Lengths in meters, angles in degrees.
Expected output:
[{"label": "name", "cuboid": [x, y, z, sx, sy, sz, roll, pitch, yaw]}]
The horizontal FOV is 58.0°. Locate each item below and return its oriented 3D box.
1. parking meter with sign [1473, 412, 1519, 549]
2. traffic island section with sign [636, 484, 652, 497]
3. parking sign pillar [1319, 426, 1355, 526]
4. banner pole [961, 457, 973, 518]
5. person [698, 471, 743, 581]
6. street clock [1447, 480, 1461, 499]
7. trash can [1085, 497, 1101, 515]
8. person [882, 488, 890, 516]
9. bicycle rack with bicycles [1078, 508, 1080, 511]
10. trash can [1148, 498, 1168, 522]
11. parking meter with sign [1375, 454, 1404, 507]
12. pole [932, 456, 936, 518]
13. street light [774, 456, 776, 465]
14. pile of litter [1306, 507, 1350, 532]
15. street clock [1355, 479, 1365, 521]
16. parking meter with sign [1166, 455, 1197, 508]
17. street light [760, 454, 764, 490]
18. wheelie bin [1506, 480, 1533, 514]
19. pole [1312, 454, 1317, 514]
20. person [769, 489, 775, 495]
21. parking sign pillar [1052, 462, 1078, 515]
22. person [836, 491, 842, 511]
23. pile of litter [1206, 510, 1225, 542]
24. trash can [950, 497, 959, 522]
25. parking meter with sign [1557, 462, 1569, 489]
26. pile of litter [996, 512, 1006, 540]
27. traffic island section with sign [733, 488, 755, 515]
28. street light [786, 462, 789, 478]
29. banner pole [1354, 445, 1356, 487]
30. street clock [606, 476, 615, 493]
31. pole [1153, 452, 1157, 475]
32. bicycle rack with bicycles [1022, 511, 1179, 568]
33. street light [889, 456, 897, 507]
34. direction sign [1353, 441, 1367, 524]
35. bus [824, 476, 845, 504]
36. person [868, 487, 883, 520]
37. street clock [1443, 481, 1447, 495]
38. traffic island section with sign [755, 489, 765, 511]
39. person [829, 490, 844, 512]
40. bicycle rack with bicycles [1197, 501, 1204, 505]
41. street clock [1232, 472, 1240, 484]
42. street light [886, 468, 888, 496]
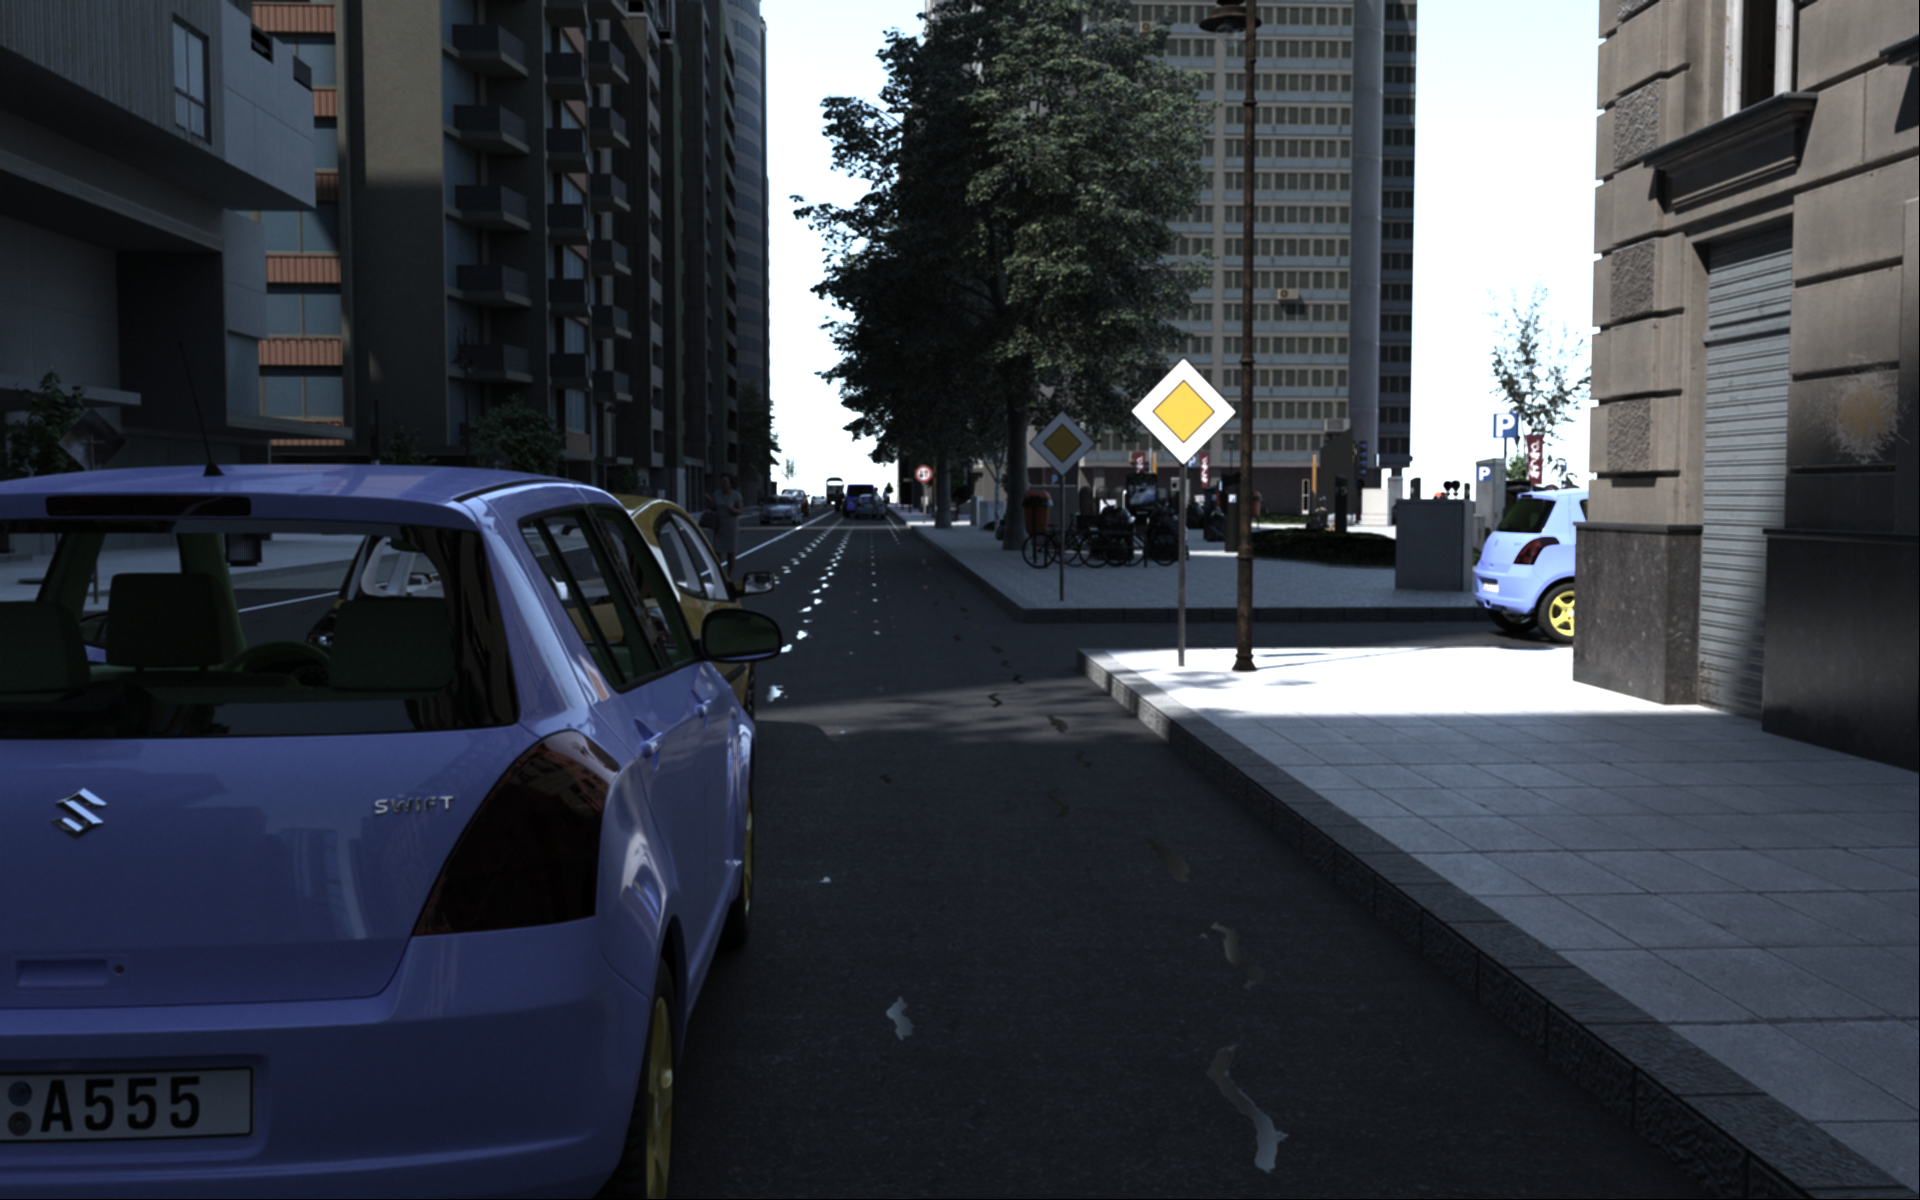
[{"label": "parking meter with sign", "cuboid": [11.167, -2.464, 36.543, 0.543, 3.016, 1.738, 3, 5, 39]}, {"label": "traffic island section with sign", "cuboid": [-12.743, -3.745, 69.851, 1.989, 1.847, 2.006, 0, 4, -3]}, {"label": "parking sign pillar", "cuboid": [15.056, -4.938, 69.207, 1.447, 3.967, 1.447, 2, 4, 26]}, {"label": "banner pole", "cuboid": [0.421, -6.306, 93.127, 0.863, 3.779, 0.401, 1, 4, 15]}, {"label": "person", "cuboid": [-3.744, -1.103, 26.899, 0.716, 1.782, 0.532, 1, 4, 13]}, {"label": "street clock", "cuboid": [25.868, -5.249, 90.384, 0.358, 2.002, 0.471, -2, 4, -25]}, {"label": "trash can", "cuboid": [6.173, -4.194, 80.219, 0.748, 1.137, 0.748, 0, 3, 0]}, {"label": "person", "cuboid": [-4.816, -6.475, 114.230, 0.599, 1.838, 0.709, 1, 4, 22]}, {"label": "bicycle rack with bicycles", "cuboid": [5.946, -4.338, 84.311, 2.852, 0.926, 2.925, 2, 4, 25]}, {"label": "trash can", "cuboid": [6.950, -3.024, 61.093, 0.748, 1.137, 0.748, 0, 3, 0]}, {"label": "parking meter with sign", "cuboid": [18.858, -4.814, 74.973, 1.738, 3.016, 0.543, 1, 4, 22]}, {"label": "pole", "cuboid": [-1.397, -6.047, 92.712, 0.158, 3.312, 0.155, 0, 3, 0]}, {"label": "street light", "cuboid": [-22.002, -14.334, 207.143, 0.468, 5.910, 1.993, 0, 4, -3]}, {"label": "pile of litter", "cuboid": [12.179, -2.659, 57.439, 1.719, 0.858, 1.176, -1, 4, -11]}, {"label": "street clock", "cuboid": [18.939, -4.746, 82.167, 0.471, 2.002, 0.358, 0, 4, 8]}, {"label": "parking meter with sign", "cuboid": [9.948, -5.038, 78.639, 0.543, 3.016, 1.738, -2, 4, -34]}, {"label": "street light", "cuboid": [-20.538, -12.675, 180.028, 0.468, 5.910, 1.993, 0, 4, -3]}, {"label": "wheelie bin", "cuboid": [12.490, -1.894, 38.867, 0.980, 1.594, 0.693, 1, 4, 12]}, {"label": "pole", "cuboid": [18.161, -5.807, 88.785, 0.158, 3.312, 0.155, 0, 3, 0]}, {"label": "person", "cuboid": [-13.012, -6.742, 119.186, 0.568, 1.767, 0.683, -2, 4, -29]}, {"label": "parking sign pillar", "cuboid": [4.681, -5.427, 77.204, 1.447, 3.967, 1.447, -3, 5, -42]}, {"label": "person", "cuboid": [-10.026, -8.193, 143.258, 0.445, 1.727, 0.742, 1, 4, 22]}, {"label": "pile of litter", "cuboid": [7.231, -2.019, 46.972, 1.176, 0.858, 1.719, 2, 4, 32]}, {"label": "trash can", "cuboid": [-0.394, -4.189, 80.148, 0.748, 1.137, 0.748, 0, 3, 0]}, {"label": "parking meter with sign", "cuboid": [32.758, -5.942, 93.405, 0.543, 3.016, 1.738, 3, 5, 41]}, {"label": "pile of litter", "cuboid": [1.661, -2.107, 48.414, 1.176, 0.858, 1.719, 3, 5, 41]}, {"label": "traffic island section with sign", "cuboid": [-15.359, -6.779, 119.458, 1.989, 1.847, 2.006, 0, 4, -3]}, {"label": "street light", "cuboid": [-23.323, -16.010, 234.548, 0.468, 5.910, 1.993, 0, 4, -3]}, {"label": "banner pole", "cuboid": [17.399, -5.345, 77.412, 0.401, 3.779, 0.863, -3, 5, -41]}, {"label": "street clock", "cuboid": [-14.405, -4.085, 71.361, 0.358, 2.002, 0.471, -1, 4, -23]}, {"label": "pole", "cuboid": [9.520, -5.559, 84.732, 0.158, 3.312, 0.155, 0, 3, 0]}, {"label": "bicycle rack with bicycles", "cuboid": [2.481, -1.075, 30.957, 2.925, 0.926, 2.852, 0, 4, -2]}, {"label": "street light", "cuboid": [-7.728, -13.884, 199.783, 0.468, 5.910, 1.993, 0, 4, -3]}, {"label": "direction sign", "cuboid": [16.938, -5.011, 73.934, 0.876, 3.537, 0.379, -1, 4, -13]}, {"label": "bus", "cuboid": [-17.734, -15.542, 245.653, 2.896, 3.916, 12.252, 0, 4, -4]}, {"label": "person", "cuboid": [-4.637, -5.259, 94.591, 0.850, 1.850, 0.679, 1, 4, 11]}, {"label": "street clock", "cuboid": [26.534, -5.484, 94.236, 0.358, 2.002, 0.471, -3, 5, -41]}, {"label": "traffic island section with sign", "cuboid": [-16.830, -8.470, 147.112, 1.989, 1.847, 2.006, 0, 4, -3]}, {"label": "person", "cuboid": [-9.583, -7.678, 134.745, 1.217, 1.736, 0.721, -1, 4, -16]}, {"label": "bicycle rack with bicycles", "cuboid": [12.293, -4.421, 85.672, 2.925, 0.926, 2.852, -1, 4, -20]}, {"label": "street clock", "cuboid": [9.065, -3.158, 56.200, 0.471, 2.002, 0.358, -1, 4, -15]}, {"label": "street light", "cuboid": [-9.202, -15.564, 227.261, 0.468, 5.910, 1.993, 0, 4, -3]}]
